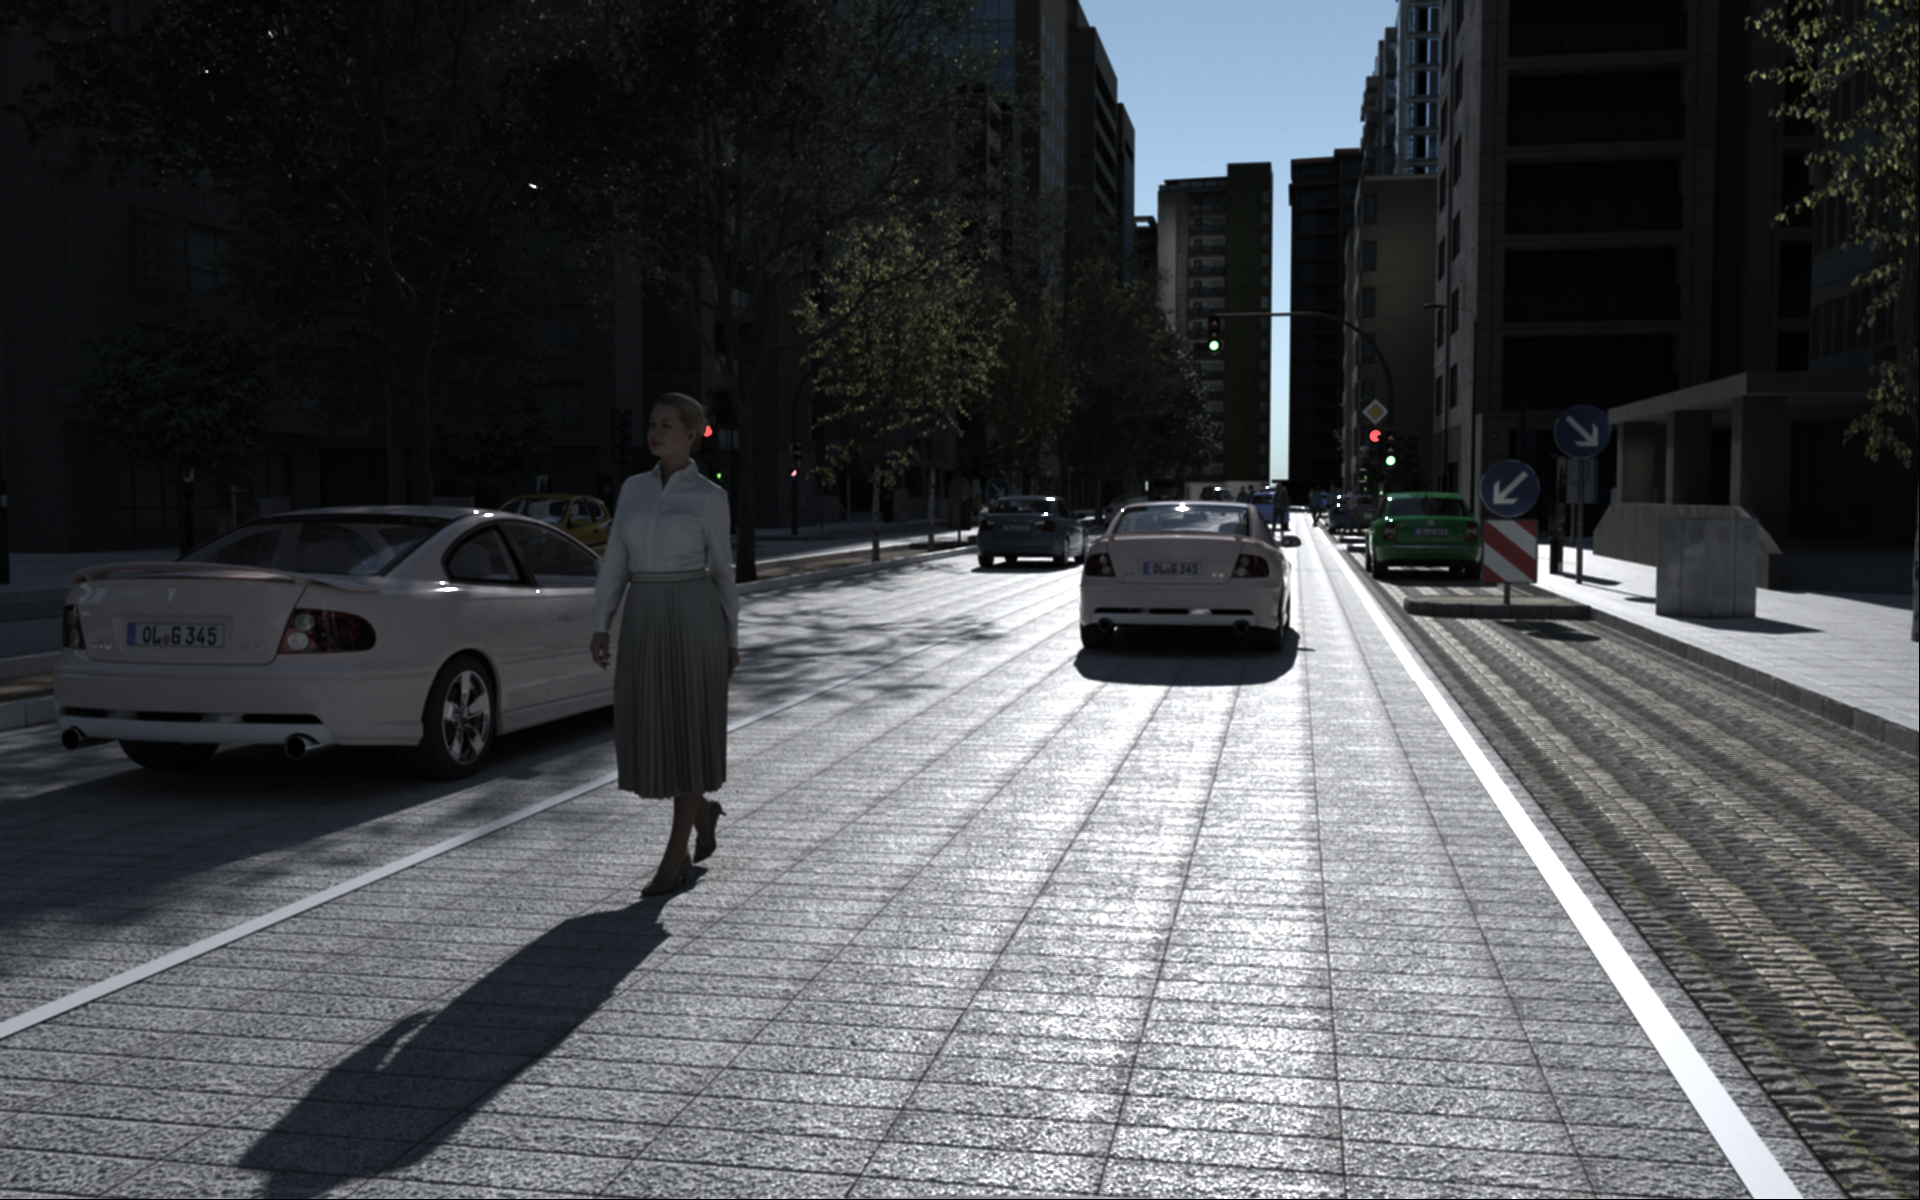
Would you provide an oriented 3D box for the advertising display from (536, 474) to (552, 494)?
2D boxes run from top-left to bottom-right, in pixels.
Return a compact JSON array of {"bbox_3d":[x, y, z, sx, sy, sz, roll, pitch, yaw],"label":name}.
[{"bbox_3d":[-13.309,-3.069,55.398,0.123,1.923,0.974,-3,4,-37],"label":"advertising display"}]

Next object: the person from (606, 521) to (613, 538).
[{"bbox_3d":[-2.880,-0.094,15.045,0.382,1.210,0.505,-3,5,-44],"label":"person"}]

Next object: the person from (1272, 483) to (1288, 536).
[{"bbox_3d":[10.871,-3.068,58.850,0.537,1.800,0.526,2,4,33],"label":"person"}]

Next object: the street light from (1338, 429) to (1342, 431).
[{"bbox_3d":[27.812,-9.292,124.466,1.470,5.913,1.316,1,4,11],"label":"street light"}]

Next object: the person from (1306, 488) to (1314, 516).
[{"bbox_3d":[22.946,-6.392,113.234,0.478,1.798,0.641,-3,5,-40],"label":"person"}]

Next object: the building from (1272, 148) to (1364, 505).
[{"bbox_3d":[54.009,-34.379,216.722,28.867,44.769,22.147,1,4,11],"label":"building"}]

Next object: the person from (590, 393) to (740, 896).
[{"bbox_3d":[-1.043,0.141,6.417,0.478,1.798,0.641,2,4,25],"label":"person"}]

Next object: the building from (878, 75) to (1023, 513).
[{"bbox_3d":[-3.556,-21.490,123.069,14.160,30.474,14.107,1,4,11],"label":"building"}]

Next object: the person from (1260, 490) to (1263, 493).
[{"bbox_3d":[19.859,-6.405,114.052,0.563,1.720,0.643,2,4,32],"label":"person"}]

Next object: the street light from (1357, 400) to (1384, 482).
[{"bbox_3d":[20.288,-6.905,85.439,1.470,5.913,1.316,1,4,11],"label":"street light"}]

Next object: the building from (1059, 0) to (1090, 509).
[{"bbox_3d":[0.981,-43.766,153.825,20.563,71.187,20.611,1,4,11],"label":"building"}]

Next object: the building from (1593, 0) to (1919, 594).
[{"bbox_3d":[27.963,-20.421,25.758,32.217,40.220,23.993,1,4,11],"label":"building"}]

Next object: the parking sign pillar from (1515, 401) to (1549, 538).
[{"bbox_3d":[16.513,-3.802,50.627,1.447,3.967,1.447,1,4,13],"label":"parking sign pillar"}]

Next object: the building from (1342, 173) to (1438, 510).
[{"bbox_3d":[37.968,-15.950,105.822,27.650,21.520,28.899,1,4,11],"label":"building"}]

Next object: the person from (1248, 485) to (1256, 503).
[{"bbox_3d":[12.987,-4.182,76.839,0.822,1.834,0.622,2,4,29],"label":"person"}]

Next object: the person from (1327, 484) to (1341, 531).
[{"bbox_3d":[14.324,-3.524,66.135,0.660,1.820,0.620,2,4,30],"label":"person"}]

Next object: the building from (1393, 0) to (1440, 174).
[{"bbox_3d":[46.488,-51.115,148.407,22.319,86.520,31.000,1,4,11],"label":"building"}]

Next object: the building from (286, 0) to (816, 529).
[{"bbox_3d":[-13.949,-23.186,62.686,14.154,41.232,14.086,1,4,11],"label":"building"}]

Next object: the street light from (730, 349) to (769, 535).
[{"bbox_3d":[-6.665,-5.014,54.513,1.470,5.913,1.316,1,4,11],"label":"street light"}]

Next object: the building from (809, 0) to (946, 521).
[{"bbox_3d":[-17.615,-24.405,90.905,32.217,40.220,23.993,1,4,11],"label":"building"}]

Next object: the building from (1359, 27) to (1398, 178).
[{"bbox_3d":[53.042,-34.276,180.018,23.786,49.044,30.456,1,4,11],"label":"building"}]

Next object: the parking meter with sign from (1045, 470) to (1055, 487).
[{"bbox_3d":[6.639,-7.976,126.669,0.543,3.016,1.738,0,4,-6],"label":"parking meter with sign"}]

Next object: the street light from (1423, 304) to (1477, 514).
[{"bbox_3d":[12.002,-4.270,42.360,1.470,5.913,1.316,1,4,11],"label":"street light"}]

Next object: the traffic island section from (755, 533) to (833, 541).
[{"bbox_3d":[-5.208,-1.965,54.401,2.009,0.180,2.903,1,4,11],"label":"traffic island section"}]

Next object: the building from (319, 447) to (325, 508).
[{"bbox_3d":[-28.328,-25.393,65.294,14.200,45.320,14.600,1,4,11],"label":"building"}]

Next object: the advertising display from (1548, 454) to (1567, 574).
[{"bbox_3d":[9.721,-1.405,28.182,0.123,1.923,0.974,2,4,28],"label":"advertising display"}]

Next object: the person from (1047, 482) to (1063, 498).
[{"bbox_3d":[3.281,-3.186,60.397,0.655,1.846,0.447,2,4,31],"label":"person"}]

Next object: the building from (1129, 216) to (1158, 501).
[{"bbox_3d":[14.868,-32.874,229.373,23.993,40.220,32.217,1,4,11],"label":"building"}]

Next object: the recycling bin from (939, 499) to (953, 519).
[{"bbox_3d":[-0.674,-4.670,88.902,0.722,1.027,0.722,1,4,14],"label":"recycling bin"}]

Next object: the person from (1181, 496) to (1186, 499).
[{"bbox_3d":[25.728,-11.770,200.881,1.348,1.831,0.705,-3,4,-37],"label":"person"}]

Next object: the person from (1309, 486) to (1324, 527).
[{"bbox_3d":[15.560,-4.088,75.677,0.444,1.785,0.601,-3,5,-39],"label":"person"}]

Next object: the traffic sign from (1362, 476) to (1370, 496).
[{"bbox_3d":[22.320,-5.773,94.497,0.768,2.556,0.104,1,4,19],"label":"traffic sign"}]

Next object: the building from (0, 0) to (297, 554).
[{"bbox_3d":[-23.853,-22.038,43.916,14.086,41.232,14.154,1,4,11],"label":"building"}]

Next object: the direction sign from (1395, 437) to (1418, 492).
[{"bbox_3d":[17.718,-4.694,68.748,0.876,3.537,0.379,2,4,26],"label":"direction sign"}]

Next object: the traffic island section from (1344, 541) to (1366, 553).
[{"bbox_3d":[10.701,-1.280,43.208,2.009,0.180,2.903,1,4,11],"label":"traffic island section"}]

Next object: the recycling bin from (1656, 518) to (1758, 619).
[{"bbox_3d":[7.847,-0.346,18.210,0.722,1.027,0.722,-2,4,-25],"label":"recycling bin"}]

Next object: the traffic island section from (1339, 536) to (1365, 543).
[{"bbox_3d":[12.213,-1.760,51.049,2.009,0.180,2.903,1,4,11],"label":"traffic island section"}]

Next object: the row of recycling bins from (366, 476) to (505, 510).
[{"bbox_3d":[-11.911,-1.991,39.665,1.069,1.692,3.534,3,4,36],"label":"row of recycling bins"}]

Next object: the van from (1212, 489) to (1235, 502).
[{"bbox_3d":[20.035,-7.677,132.533,2.013,2.044,4.112,1,4,10],"label":"van"}]

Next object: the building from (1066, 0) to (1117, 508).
[{"bbox_3d":[4.167,-33.771,175.862,21.300,48.544,21.600,1,4,11],"label":"building"}]

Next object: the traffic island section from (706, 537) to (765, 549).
[{"bbox_3d":[-6.720,-1.485,46.560,2.009,0.180,2.903,1,4,11],"label":"traffic island section"}]

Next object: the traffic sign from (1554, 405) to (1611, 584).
[{"bbox_3d":[8.884,-1.509,24.774,0.768,2.556,0.104,1,4,19],"label":"traffic sign"}]

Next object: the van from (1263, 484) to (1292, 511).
[{"bbox_3d":[17.971,-5.628,99.026,2.013,2.044,4.112,1,4,9],"label":"van"}]

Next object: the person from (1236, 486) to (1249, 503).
[{"bbox_3d":[12.808,-4.257,78.445,0.601,1.785,0.444,1,4,15],"label":"person"}]

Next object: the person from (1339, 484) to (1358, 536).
[{"bbox_3d":[12.328,-2.796,54.894,0.598,1.740,0.731,1,4,10],"label":"person"}]

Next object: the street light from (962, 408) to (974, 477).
[{"bbox_3d":[0.663,-7.330,92.388,1.470,5.913,1.316,1,4,11],"label":"street light"}]

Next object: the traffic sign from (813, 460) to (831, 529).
[{"bbox_3d":[-5.083,-3.898,63.833,0.768,2.556,0.104,1,4,14],"label":"traffic sign"}]

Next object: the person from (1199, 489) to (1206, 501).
[{"bbox_3d":[20.010,-8.171,142.113,0.705,1.823,1.348,-2,4,-32],"label":"person"}]

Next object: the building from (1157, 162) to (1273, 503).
[{"bbox_3d":[31.902,-32.632,217.132,14.086,41.232,14.154,1,4,11],"label":"building"}]

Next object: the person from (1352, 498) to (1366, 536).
[{"bbox_3d":[12.257,-2.476,53.247,0.475,1.303,0.640,-2,4,-25],"label":"person"}]

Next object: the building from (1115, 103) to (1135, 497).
[{"bbox_3d":[11.922,-33.396,196.128,14.200,45.320,14.600,1,4,11],"label":"building"}]

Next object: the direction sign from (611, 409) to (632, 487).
[{"bbox_3d":[-9.022,-3.320,46.277,0.379,3.537,0.876,2,4,25],"label":"direction sign"}]

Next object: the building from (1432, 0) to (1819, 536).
[{"bbox_3d":[27.734,-37.914,58.151,20.611,71.187,20.563,1,4,11],"label":"building"}]

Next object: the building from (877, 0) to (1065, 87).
[{"bbox_3d":[0.462,-29.742,136.390,14.600,45.320,14.200,1,4,11],"label":"building"}]
